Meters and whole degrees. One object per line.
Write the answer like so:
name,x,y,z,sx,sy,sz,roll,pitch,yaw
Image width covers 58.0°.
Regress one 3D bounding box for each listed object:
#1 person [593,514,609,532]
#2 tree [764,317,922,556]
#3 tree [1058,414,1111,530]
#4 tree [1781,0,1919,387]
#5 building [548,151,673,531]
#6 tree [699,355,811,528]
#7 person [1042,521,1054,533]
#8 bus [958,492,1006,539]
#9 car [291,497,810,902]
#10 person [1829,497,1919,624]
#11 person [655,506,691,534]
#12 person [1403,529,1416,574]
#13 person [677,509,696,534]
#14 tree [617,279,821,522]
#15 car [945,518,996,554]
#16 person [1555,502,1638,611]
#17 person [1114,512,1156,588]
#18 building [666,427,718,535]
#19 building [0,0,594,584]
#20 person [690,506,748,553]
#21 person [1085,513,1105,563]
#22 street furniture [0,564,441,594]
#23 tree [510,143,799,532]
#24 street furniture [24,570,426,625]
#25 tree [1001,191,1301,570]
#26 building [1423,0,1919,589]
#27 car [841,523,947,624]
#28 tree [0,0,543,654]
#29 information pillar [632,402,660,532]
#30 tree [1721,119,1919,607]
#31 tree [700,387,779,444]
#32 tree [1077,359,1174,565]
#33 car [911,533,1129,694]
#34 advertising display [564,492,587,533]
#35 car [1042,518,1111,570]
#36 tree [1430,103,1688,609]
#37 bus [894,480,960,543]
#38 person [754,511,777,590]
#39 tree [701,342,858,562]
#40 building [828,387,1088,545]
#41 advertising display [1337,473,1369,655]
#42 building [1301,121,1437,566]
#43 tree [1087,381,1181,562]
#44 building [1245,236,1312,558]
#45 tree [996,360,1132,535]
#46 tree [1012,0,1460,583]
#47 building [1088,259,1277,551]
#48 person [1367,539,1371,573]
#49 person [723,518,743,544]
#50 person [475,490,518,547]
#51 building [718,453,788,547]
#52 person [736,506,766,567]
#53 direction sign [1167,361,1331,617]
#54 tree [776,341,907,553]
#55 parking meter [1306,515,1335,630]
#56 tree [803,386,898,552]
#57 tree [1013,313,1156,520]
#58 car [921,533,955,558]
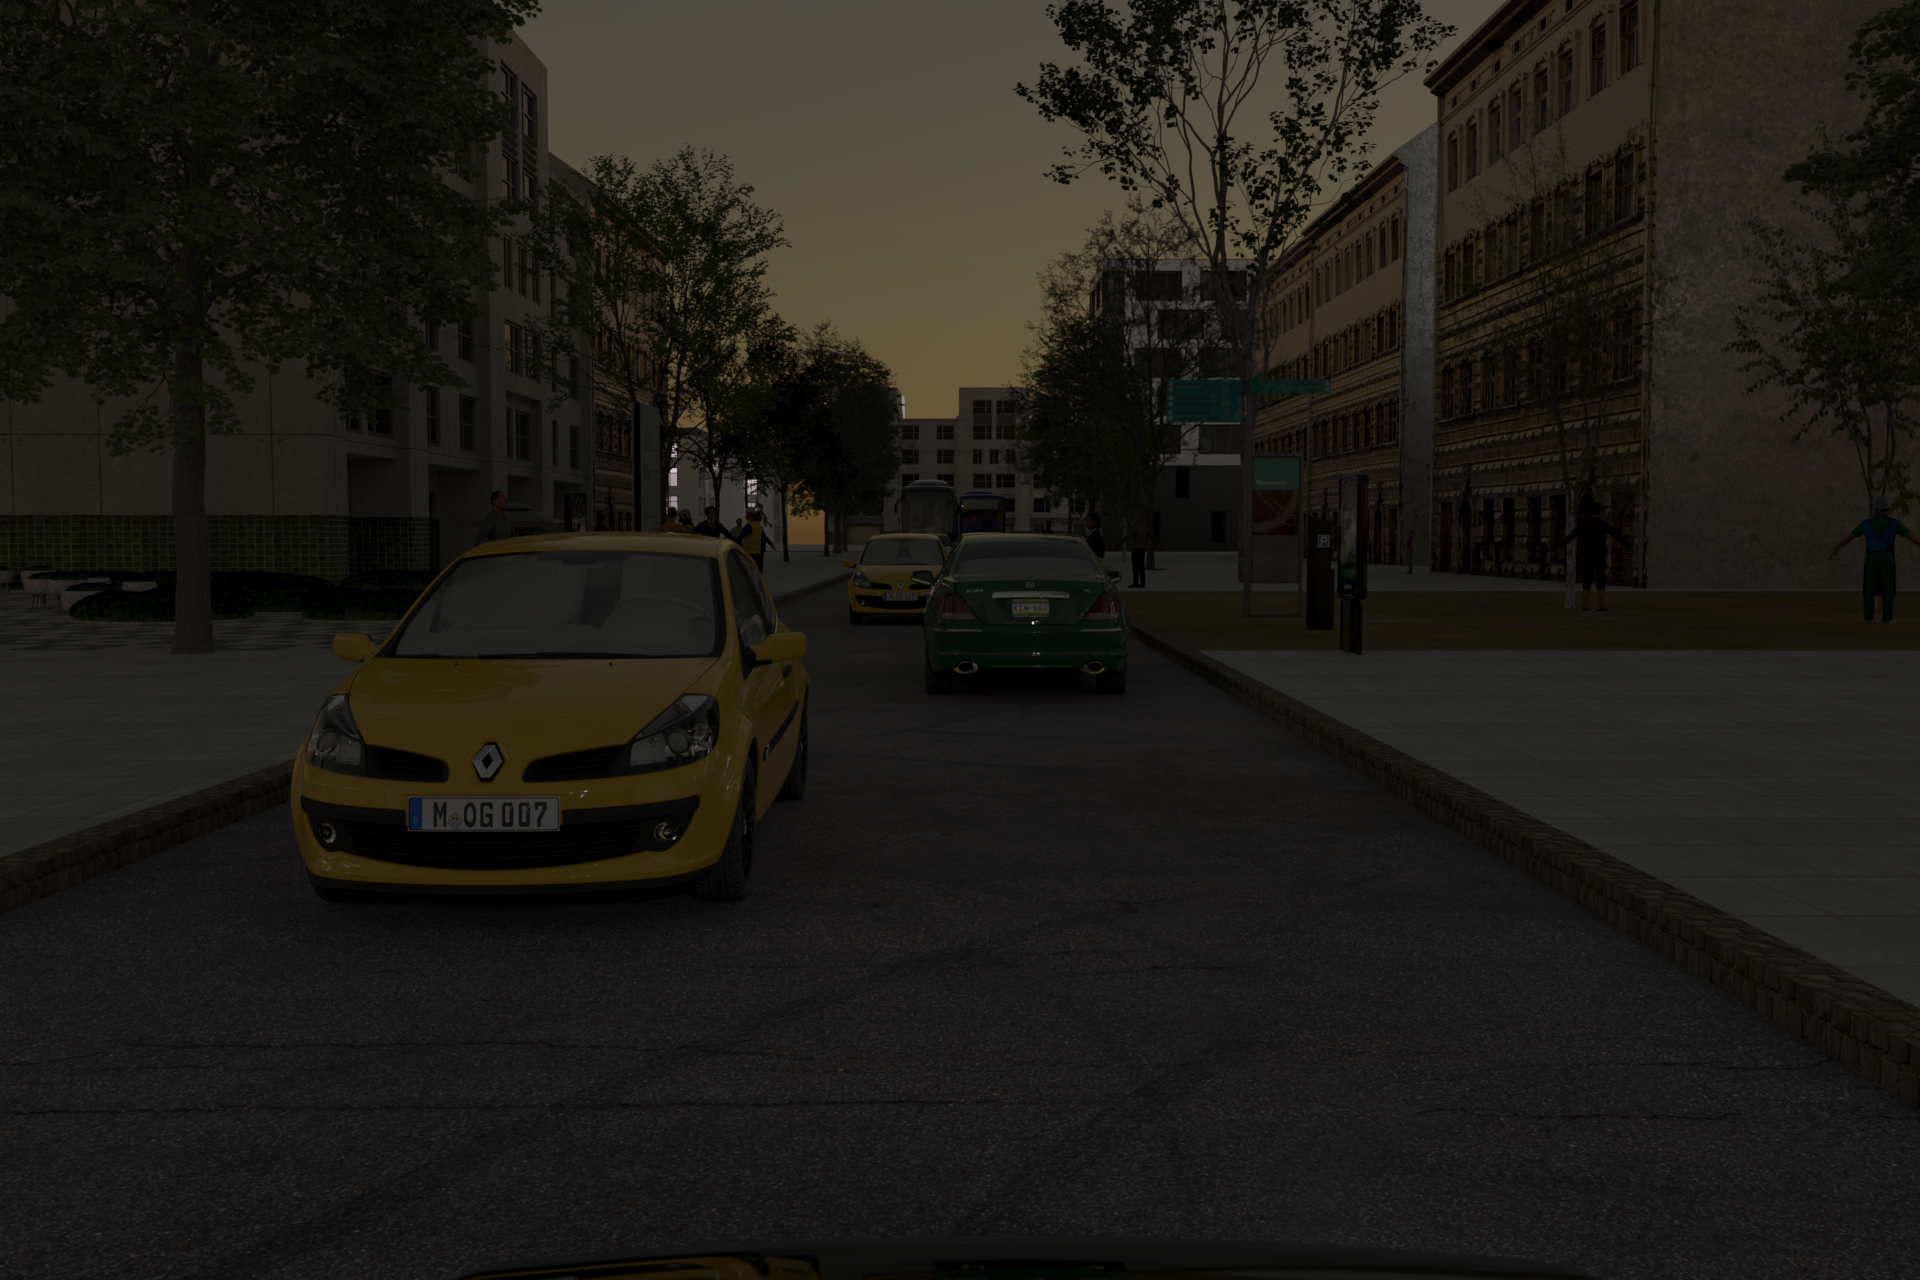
person,-9.748,-2.532,47.340,1.347,1.837,0.705,3,5,44
tree,-7.745,-11.545,99.131,12.009,13.543,11.850,0,3,0
tree,7.428,-9.108,99.274,4.737,8.622,4.395,0,3,0
tree,13.749,-6.227,19.939,7.486,12.596,7.792,0,3,0
building,-25.290,-15.542,85.036,19.493,23.208,18.063,0,4,1
tree,-8.347,-7.334,70.273,4.737,8.622,4.395,0,3,0
person,3.089,-3.182,58.752,0.721,1.740,1.216,-3,4,-36
bus,1.099,-6.601,99.475,2.896,3.916,12.251,0,4,-1
car,-1.667,0.138,7.968,2.015,1.641,3.980,0,4,0
person,13.190,-1.143,24.820,1.347,1.817,0.704,2,4,35
person,-4.702,-1.328,28.523,1.217,1.733,0.721,1,4,8
person,14.409,-2.840,55.693,0.599,1.433,0.991,0,4,2
person,-6.296,-2.068,39.584,0.705,1.858,1.354,0,4,-2
tree,-8.169,-7.669,59.796,8.767,10.594,7.601,3,4,39
car,0.635,-1.935,40.426,1.959,1.807,4.718,0,4,-1
person,10.625,-1.397,28.984,1.346,1.812,0.704,2,4,32
person,4.230,-2.150,41.286,1.348,1.813,0.705,-3,5,-40
building,-25.409,-12.725,150.202,9.099,9.664,28.070,0,4,-1
building,-24.003,-11.701,57.770,16.747,18.905,31.486,0,3,0
person,-4.589,-1.579,32.010,1.347,1.806,0.705,-2,4,-27
person,1.872,-1.002,25.558,0.721,1.740,1.216,-1,4,-16
street furniture,-16.738,-1.407,38.625,10.072,0.657,5.734,0,4,2
tree,-8.263,-7.431,47.257,9.928,11.665,9.643,0,3,0
street furniture,-11.798,-0.778,28.343,5.734,0.657,10.072,-3,4,-38
tree,6.813,-9.255,61.697,12.009,13.543,11.850,0,3,0
building,25.228,-13.340,49.036,19.493,23.208,18.063,0,4,0
car,-0.929,-1.140,28.856,2.015,1.641,3.980,0,3,0
tree,-8.141,-6.154,18.739,7.486,12.596,7.792,0,3,0
information pillar,-5.745,-2.475,31.776,0.184,3.620,1.656,0,4,2
tree,15.764,-4.875,30.064,4.737,8.622,4.395,0,3,0
tree,-26.622,-21.899,213.938,12.611,20.169,13.585,0,3,0
tree,7.076,-7.403,71.405,4.737,8.622,4.395,0,3,0
car,0.574,-0.313,16.918,2.131,1.459,4.920,0,4,-1
advertising display,-5.969,-1.329,26.938,0.123,1.923,0.974,0,4,1
car,0.993,-0.740,22.324,2.015,1.641,3.980,0,4,0
tree,10.663,-4.849,29.649,4.360,8.622,3.978,0,3,0
bus,-1.399,-5.538,82.086,2.896,3.916,12.251,0,4,0
person,-4.558,-2.016,39.188,0.704,1.802,1.346,-2,4,-33
tree,-8.328,-8.872,79.463,7.601,10.594,8.767,-2,4,-24
building,0.008,-21.192,215.399,31.486,18.905,16.747,0,4,1
advertising display,4.247,-0.829,18.761,0.123,1.923,0.974,0,4,1
building,26.826,-15.100,77.816,19.493,23.208,18.063,0,4,0
tree,7.694,-7.827,78.328,4.737,8.622,4.395,0,3,0
building,27.173,-16.278,97.069,19.493,23.208,18.063,0,4,0
tree,7.367,-12.478,114.389,12.009,13.543,11.850,0,3,0
tree,6.095,-11.560,44.890,12.611,20.169,13.585,0,3,0
building,24.539,-18.419,145.121,27.936,21.610,32.646,0,3,0
person,13.217,-3.073,56.706,0.721,1.772,1.216,0,4,-4
person,-7.276,-3.117,57.148,1.347,1.806,0.705,-1,4,-13
person,-5.430,-0.872,20.529,0.705,1.796,1.348,1,4,14
building,-22.277,-14.523,179.603,9.099,9.664,28.070,0,4,0
person,-4.191,-1.750,34.575,0.705,1.833,1.349,2,4,25
direction sign,4.449,-2.290,26.211,2.525,3.948,1.411,0,4,0
tree,-8.063,-12.724,114.692,9.857,13.997,8.962,0,3,0
parking meter,4.842,-0.908,23.252,0.372,1.533,0.369,0,3,0
tree,-8.324,-12.675,125.365,7.486,12.596,7.792,0,3,0
tree,6.479,-10.492,89.672,7.486,12.596,7.792,0,3,0
car,-1.126,-3.667,68.755,1.959,1.807,4.718,0,3,0
